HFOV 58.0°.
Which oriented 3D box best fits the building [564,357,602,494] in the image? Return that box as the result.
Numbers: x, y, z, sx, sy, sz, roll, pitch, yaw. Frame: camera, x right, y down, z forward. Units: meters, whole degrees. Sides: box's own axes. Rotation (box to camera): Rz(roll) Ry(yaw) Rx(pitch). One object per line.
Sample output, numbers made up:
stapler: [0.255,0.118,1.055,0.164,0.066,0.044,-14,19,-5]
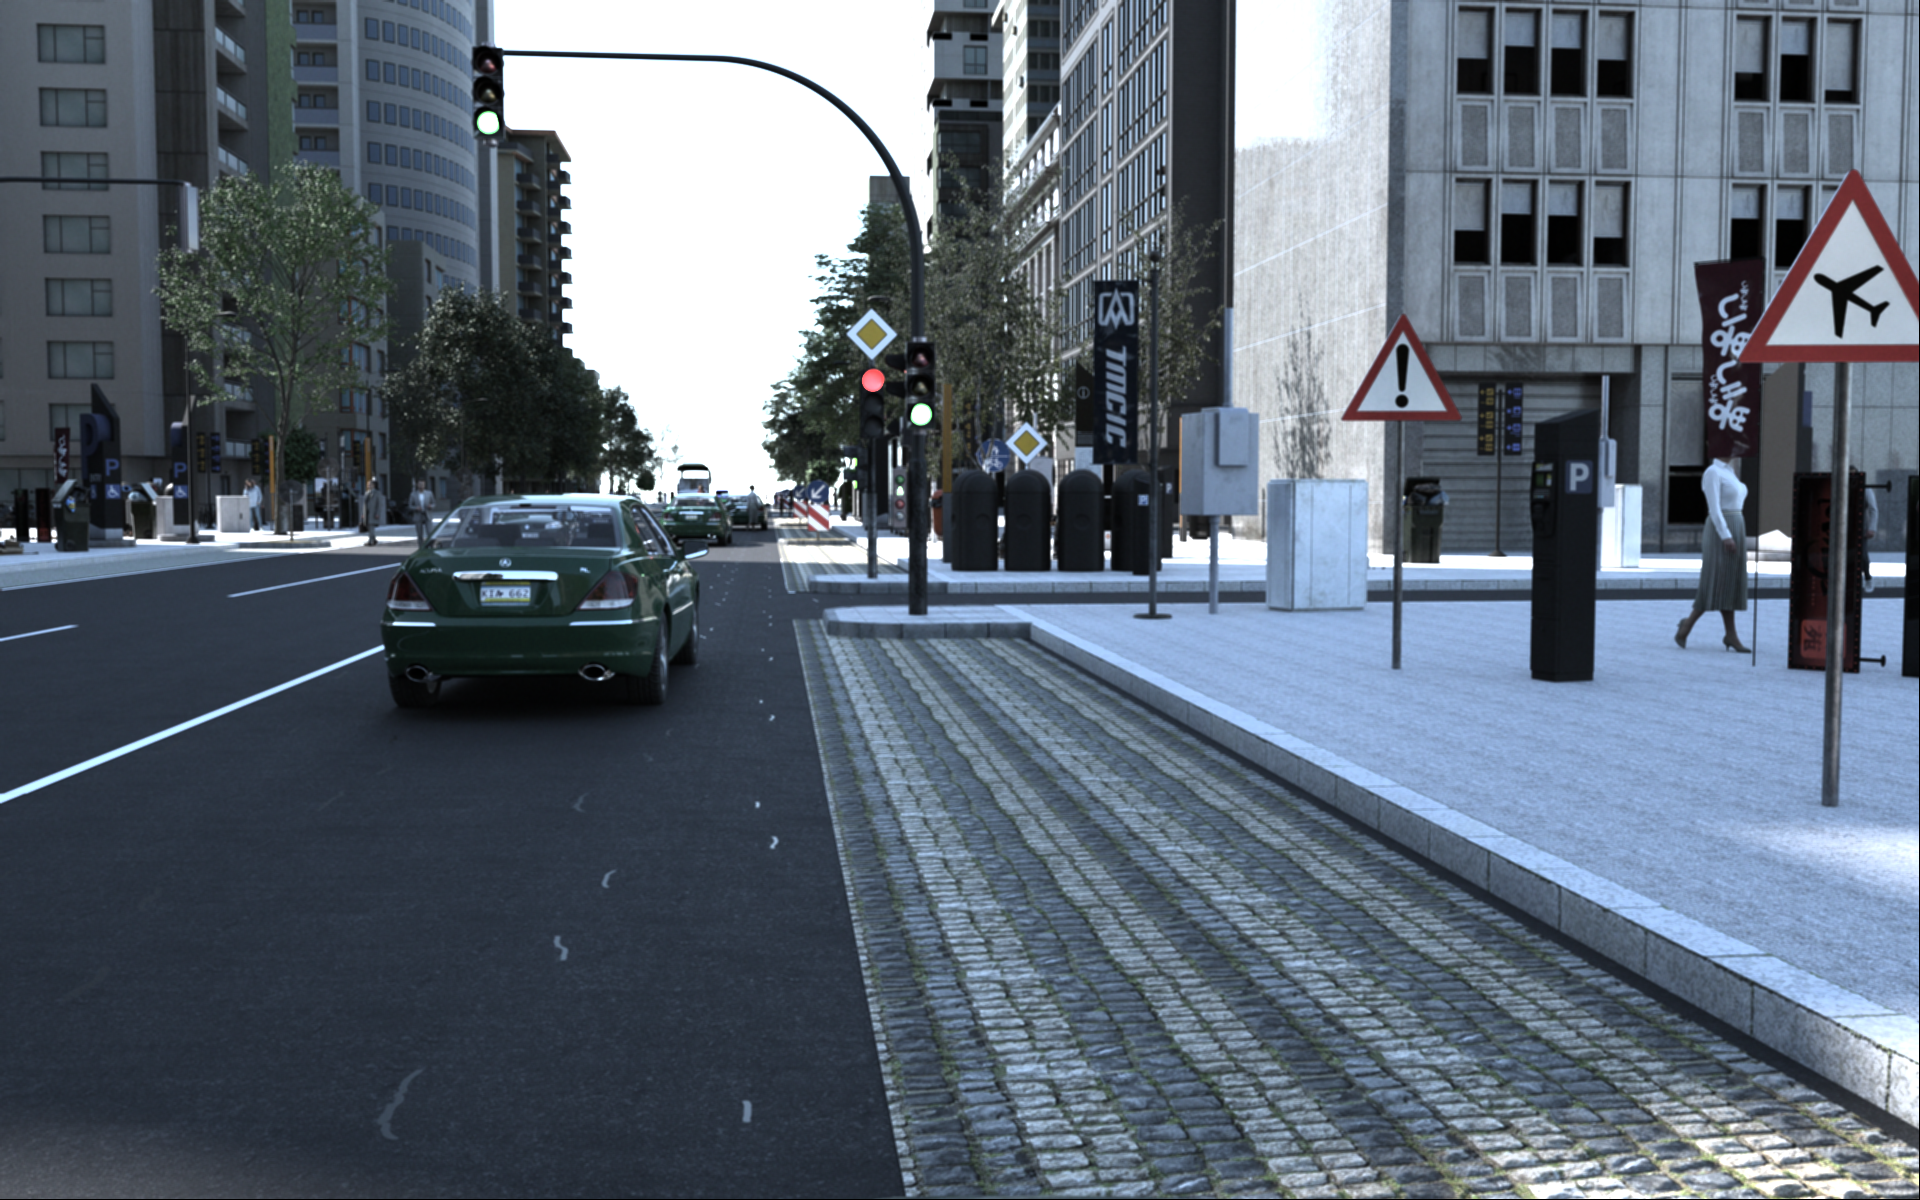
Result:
building: [-63.412,-23.656,231.809,27.650,21.520,28.899,0,4,-6]

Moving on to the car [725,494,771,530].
car: [-8.715,-3.566,70.104,2.131,1.459,4.920,0,4,-7]

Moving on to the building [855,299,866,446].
building: [-6.751,-28.642,240.004,14.160,30.474,14.107,0,4,-6]

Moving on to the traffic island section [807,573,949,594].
traffic island section: [-1.313,-0.252,26.408,2.009,0.180,2.903,0,4,-6]

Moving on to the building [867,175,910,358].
building: [-5.123,-33.107,224.890,14.154,41.232,14.086,0,4,-6]

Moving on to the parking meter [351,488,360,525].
parking meter: [-25.088,-3.880,71.846,0.372,1.533,0.369,0,3,0]

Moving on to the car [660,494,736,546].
car: [-7.461,-2.288,49.199,2.131,1.459,4.920,0,4,-5]

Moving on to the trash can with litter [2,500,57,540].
trash can with litter: [-26.088,-2.316,48.928,2.233,1.210,1.678,-3,4,-38]

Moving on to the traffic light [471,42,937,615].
traffic light: [-2.545,-2.649,17.983,4.771,5.953,1.251,0,4,-6]

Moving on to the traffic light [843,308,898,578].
traffic light: [-1.354,-2.286,26.290,0.839,4.253,0.868,0,4,-6]

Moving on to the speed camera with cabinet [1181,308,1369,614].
speed camera with cabinet: [3.446,-1.504,18.930,2.038,3.252,0.660,-1,4,-20]

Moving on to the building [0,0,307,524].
building: [-38.155,-23.996,75.925,14.154,41.232,14.086,0,4,-6]

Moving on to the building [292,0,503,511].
building: [-49.953,-36.499,138.761,21.231,58.520,28.212,0,4,-6]

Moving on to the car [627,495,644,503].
car: [-24.677,-7.189,130.122,1.945,1.354,3.894,0,4,-8]

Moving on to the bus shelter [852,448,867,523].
bus shelter: [-4.121,-6.352,81.481,2.179,5.291,8.768,0,4,-6]

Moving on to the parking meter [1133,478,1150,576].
parking meter: [2.925,-1.162,27.405,0.372,1.533,0.369,0,3,0]

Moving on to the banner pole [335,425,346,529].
banner pole: [-22.434,-4.452,62.808,0.401,3.779,0.863,-3,5,-40]

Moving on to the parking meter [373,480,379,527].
parking meter: [-22.837,-3.777,67.467,0.399,1.863,0.255,-1,4,-12]

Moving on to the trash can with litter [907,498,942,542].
trash can with litter: [-0.913,-2.195,46.945,1.678,1.210,2.233,2,4,24]

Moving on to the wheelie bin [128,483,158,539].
wheelie bin: [-23.136,-2.521,49.134,0.693,1.594,0.980,0,4,-4]

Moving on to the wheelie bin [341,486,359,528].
wheelie bin: [-23.408,-3.566,66.220,0.693,1.594,0.980,0,4,-7]

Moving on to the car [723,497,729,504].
car: [-10.703,-4.471,85.109,2.014,1.417,4.499,0,4,-4]

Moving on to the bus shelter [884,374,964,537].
bus shelter: [-1.325,-4.753,55.337,2.179,5.291,8.768,0,4,-6]

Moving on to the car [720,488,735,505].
car: [-14.091,-5.990,106.731,1.959,1.807,4.718,-1,4,-8]

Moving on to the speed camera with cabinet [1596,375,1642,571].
speed camera with cabinet: [11.065,-2.159,29.640,0.660,3.252,2.038,3,5,39]

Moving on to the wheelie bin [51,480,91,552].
wheelie bin: [-19.824,-1.882,38.680,0.980,1.594,0.693,3,5,45]

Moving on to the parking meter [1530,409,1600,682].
parking meter: [4.148,-0.379,11.909,0.399,1.863,0.255,-1,4,-20]

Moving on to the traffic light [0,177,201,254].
traffic light: [-13.458,-3.077,24.974,4.771,5.953,1.251,0,4,-6]

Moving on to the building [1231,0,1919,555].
building: [18.108,-13.743,42.715,19.932,24.808,12.078,0,4,-6]

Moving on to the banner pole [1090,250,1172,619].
banner pole: [1.769,-1.704,17.877,0.863,3.779,0.401,0,4,5]

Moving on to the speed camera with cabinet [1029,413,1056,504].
speed camera with cabinet: [1.904,-2.881,41.433,0.660,3.252,2.038,1,4,9]

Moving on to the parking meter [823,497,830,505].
parking meter: [-7.184,-5.184,93.172,0.372,1.533,0.369,0,3,0]

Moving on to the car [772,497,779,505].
car: [-21.838,-12.297,210.645,1.945,1.707,3.694,0,4,-8]

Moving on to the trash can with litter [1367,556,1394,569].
trash can with litter: [6.571,-1.182,30.383,1.678,1.210,2.233,-1,4,-15]

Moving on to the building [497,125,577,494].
building: [-57.232,-33.526,202.776,22.147,44.769,28.867,0,4,-6]

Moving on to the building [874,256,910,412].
building: [-3.591,-26.849,210.676,14.160,30.474,14.107,0,4,-6]

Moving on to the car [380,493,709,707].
car: [-3.023,-0.083,13.161,2.131,1.459,4.920,0,4,-4]

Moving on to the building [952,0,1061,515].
building: [15.852,-25.950,116.167,32.217,40.220,23.993,0,4,-6]

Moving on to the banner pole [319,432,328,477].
banner pole: [-25.358,-4.839,69.130,0.401,3.779,0.863,0,4,4]

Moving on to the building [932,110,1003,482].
building: [4.641,-22.181,134.358,14.160,30.474,14.107,0,4,-6]

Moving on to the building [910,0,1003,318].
building: [9.958,-34.613,155.153,28.713,52.752,27.495,0,4,-6]

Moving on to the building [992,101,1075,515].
building: [9.738,-15.229,90.795,13.314,21.916,24.055,0,4,-6]

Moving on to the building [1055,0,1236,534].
building: [12.559,-16.715,66.790,14.314,27.812,24.014,0,4,-6]

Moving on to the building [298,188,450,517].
building: [-49.750,-16.281,111.237,27.650,21.520,28.899,0,4,-6]

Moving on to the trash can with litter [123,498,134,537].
trash can with litter: [-26.278,-2.690,55.043,1.678,1.210,2.233,-2,4,-30]

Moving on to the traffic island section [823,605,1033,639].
traffic island section: [-0.434,0.233,18.472,2.009,0.180,2.903,0,4,-6]

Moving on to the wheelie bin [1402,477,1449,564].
wheelie bin: [8.600,-1.480,32.102,0.980,1.594,0.693,0,4,-6]
